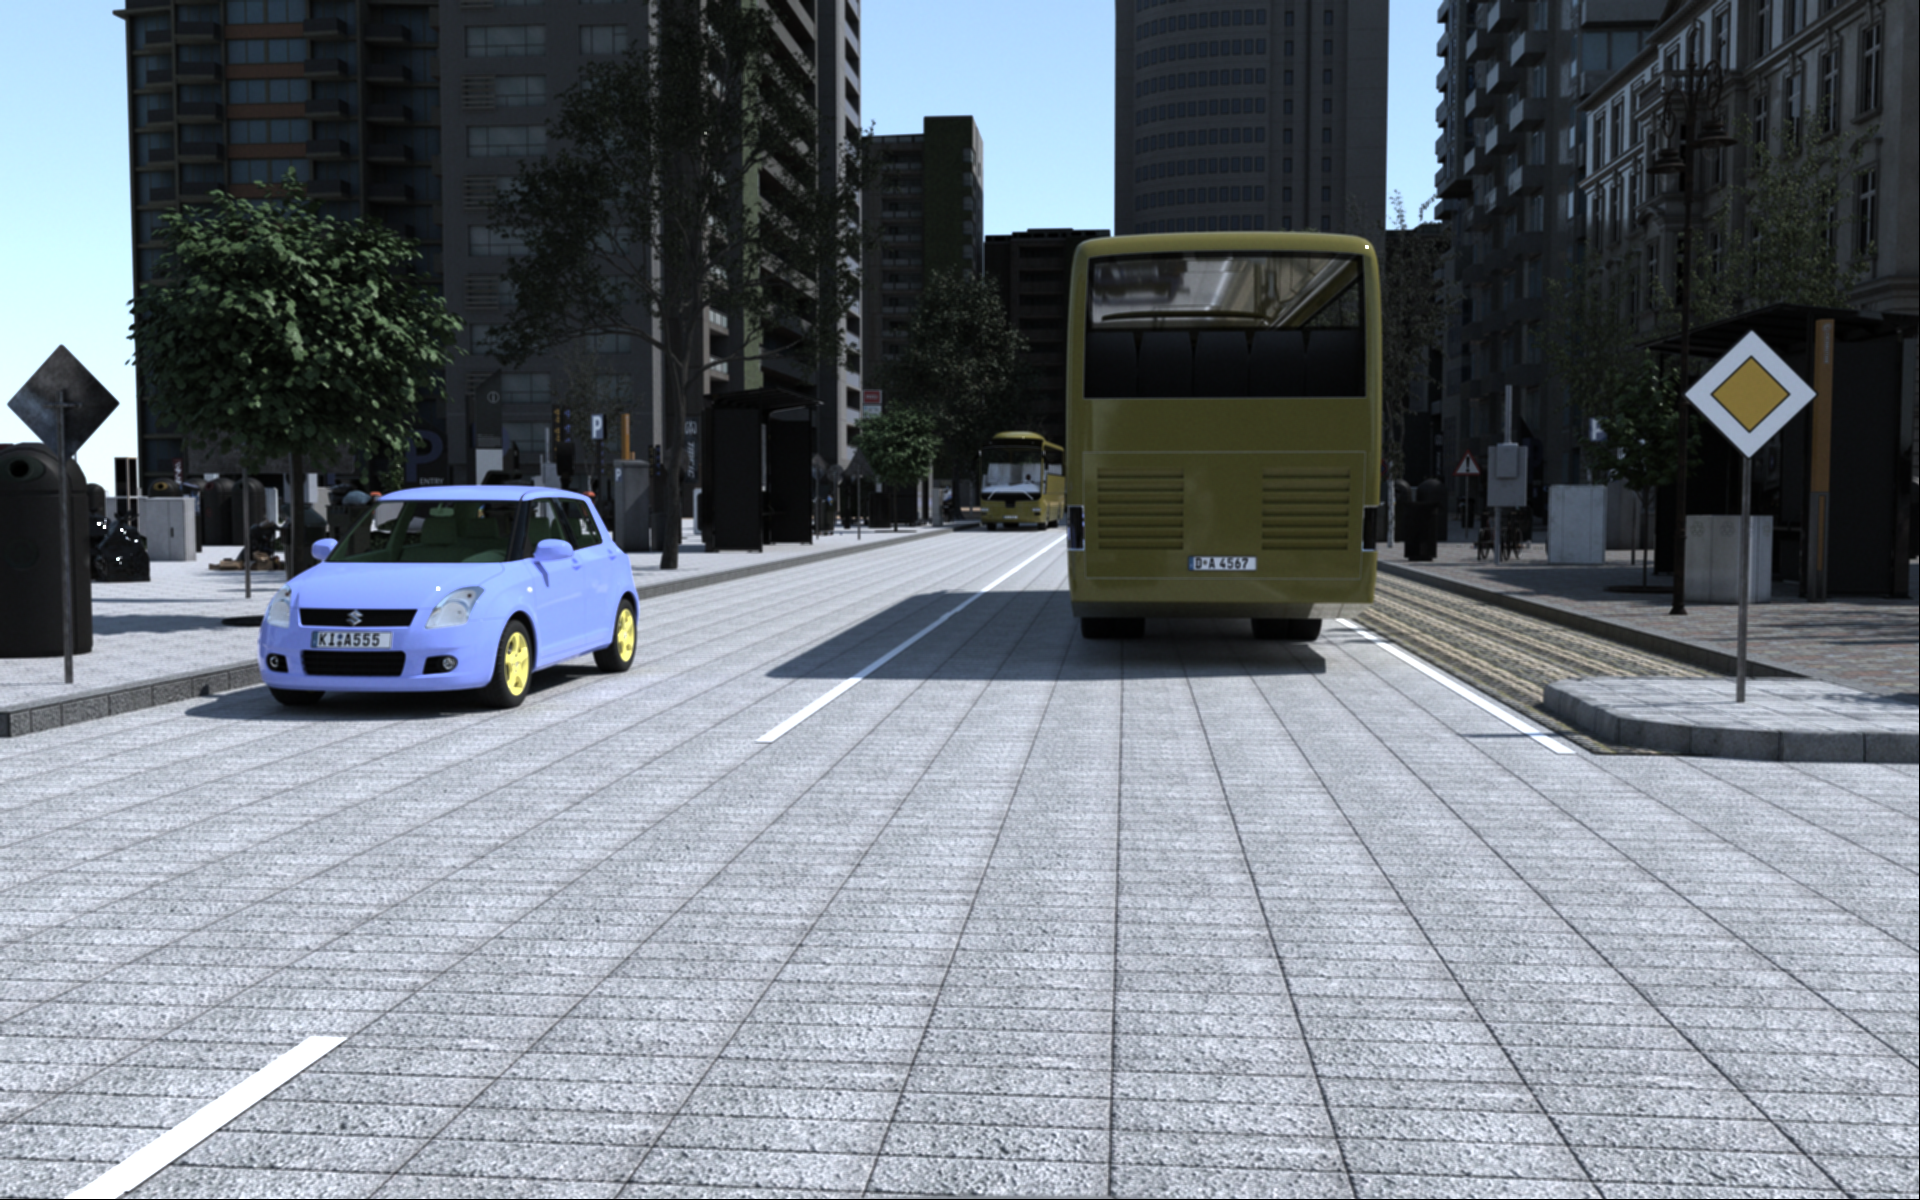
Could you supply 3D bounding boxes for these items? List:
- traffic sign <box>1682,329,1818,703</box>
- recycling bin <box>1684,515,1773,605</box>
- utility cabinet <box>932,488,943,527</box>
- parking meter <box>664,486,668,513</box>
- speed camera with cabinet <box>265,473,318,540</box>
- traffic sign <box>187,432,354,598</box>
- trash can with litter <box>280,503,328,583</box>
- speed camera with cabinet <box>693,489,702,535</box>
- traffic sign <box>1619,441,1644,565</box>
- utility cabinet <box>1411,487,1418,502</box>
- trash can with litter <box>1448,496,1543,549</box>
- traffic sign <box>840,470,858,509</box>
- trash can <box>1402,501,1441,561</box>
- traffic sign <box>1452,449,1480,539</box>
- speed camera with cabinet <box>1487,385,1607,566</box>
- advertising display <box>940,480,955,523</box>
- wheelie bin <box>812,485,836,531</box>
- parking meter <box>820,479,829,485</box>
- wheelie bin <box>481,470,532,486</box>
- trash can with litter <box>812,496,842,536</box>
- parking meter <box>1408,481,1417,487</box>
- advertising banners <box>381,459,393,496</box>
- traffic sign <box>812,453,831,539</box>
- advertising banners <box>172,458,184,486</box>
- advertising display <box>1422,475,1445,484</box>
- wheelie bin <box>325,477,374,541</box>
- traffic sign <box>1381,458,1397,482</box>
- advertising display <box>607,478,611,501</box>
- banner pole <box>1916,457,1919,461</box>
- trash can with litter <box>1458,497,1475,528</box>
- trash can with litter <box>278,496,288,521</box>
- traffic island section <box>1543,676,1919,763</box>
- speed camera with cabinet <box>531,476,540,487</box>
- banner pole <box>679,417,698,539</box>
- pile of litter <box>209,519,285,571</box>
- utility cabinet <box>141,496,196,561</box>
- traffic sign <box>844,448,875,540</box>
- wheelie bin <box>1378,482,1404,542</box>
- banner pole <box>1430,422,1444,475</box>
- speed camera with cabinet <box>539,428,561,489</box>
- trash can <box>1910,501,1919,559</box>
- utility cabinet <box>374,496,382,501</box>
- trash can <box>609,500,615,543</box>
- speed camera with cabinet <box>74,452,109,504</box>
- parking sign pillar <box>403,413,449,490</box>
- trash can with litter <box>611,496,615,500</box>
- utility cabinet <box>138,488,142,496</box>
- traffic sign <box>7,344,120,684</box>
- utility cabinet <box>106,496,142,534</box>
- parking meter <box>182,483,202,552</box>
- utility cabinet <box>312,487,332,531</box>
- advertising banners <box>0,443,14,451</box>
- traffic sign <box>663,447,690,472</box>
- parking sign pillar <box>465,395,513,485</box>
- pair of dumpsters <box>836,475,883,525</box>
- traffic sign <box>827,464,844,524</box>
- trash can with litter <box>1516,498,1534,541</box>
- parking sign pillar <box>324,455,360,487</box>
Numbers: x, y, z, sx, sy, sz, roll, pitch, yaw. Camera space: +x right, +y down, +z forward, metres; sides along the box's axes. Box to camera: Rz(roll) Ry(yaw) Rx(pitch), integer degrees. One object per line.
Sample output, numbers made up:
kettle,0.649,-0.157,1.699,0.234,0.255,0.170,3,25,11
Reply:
traffic sign,4.808,-0.426,10.612,0.795,2.450,0.064,0,4,5
recycling bin,9.061,-0.482,20.428,0.722,1.027,0.722,-3,4,-36
utility cabinet,-0.867,-3.624,67.930,0.318,1.500,1.173,0,4,6
parking meter,-9.286,-2.883,55.555,0.372,1.533,0.369,0,3,0
speed camera with cabinet,-17.739,-3.087,44.808,2.038,3.252,0.660,0,4,3
traffic sign,-8.462,-1.671,21.194,2.265,3.308,0.079,1,4,12
trash can with litter,-8.568,-0.718,23.130,1.055,1.170,0.624,2,4,30
speed camera with cabinet,-7.358,-3.687,54.620,2.038,3.252,0.660,0,4,3
traffic sign,12.204,-1.786,31.339,0.606,2.300,0.079,1,4,12
utility cabinet,14.288,-2.811,54.634,1.173,1.500,0.318,-2,4,-26
trash can with litter,12.800,-1.842,41.169,1.678,1.210,2.233,-2,4,-25
traffic sign,-4.478,-4.222,70.209,0.795,2.450,0.064,1,4,9
trash can,8.835,-1.318,33.202,0.748,1.137,0.748,0,3,0
traffic sign,14.603,-3.050,49.869,0.884,2.594,0.081,0,4,7
speed camera with cabinet,10.670,-2.272,31.479,2.038,3.252,0.660,1,4,19
advertising display,-0.579,-4.438,77.775,0.123,1.923,0.974,-3,4,-37
wheelie bin,-4.764,-3.214,60.459,0.980,1.594,0.693,2,4,32
parking meter,-5.254,-3.748,66.994,0.399,1.863,0.255,0,4,-4
wheelie bin,-6.076,-0.938,23.250,0.693,1.594,0.980,2,4,29
trash can with litter,-4.513,-2.632,54.095,1.678,1.210,2.233,0,4,-5
parking meter,20.007,-4.343,76.716,0.399,1.863,0.255,1,4,23
advertising banners,-28.705,-5.553,86.987,0.090,3.025,2.074,0,4,4
traffic sign,-4.045,-2.932,49.119,0.795,2.450,0.064,1,4,14
advertising banners,-36.755,-5.321,83.184,2.074,3.025,0.090,0,4,-5
advertising display,15.960,-3.257,58.465,0.123,1.923,0.974,-2,4,-27
wheelie bin,-11.460,-1.508,32.557,0.980,1.594,0.693,1,4,23
traffic sign,14.909,-3.690,60.437,0.768,2.556,0.104,1,4,11
advertising display,-14.154,-3.955,69.877,0.123,1.923,0.974,-1,4,-11
banner pole,9.132,-1.575,15.776,0.863,3.779,0.401,0,4,-3
trash can with litter,19.233,-3.329,65.810,0.624,1.170,1.055,1,4,13
trash can with litter,-32.900,-4.375,82.589,2.233,1.210,1.678,0,4,-5
traffic island section,4.832,0.709,10.687,2.009,0.180,2.903,0,4,5
speed camera with cabinet,-21.460,-5.692,87.405,0.660,3.252,2.038,-2,4,-27
banner pole,-7.828,-3.644,49.599,0.863,3.779,0.401,2,4,25
pile of litter,-11.981,-0.940,29.332,1.719,0.858,1.176,3,5,42
utility cabinet,-15.152,-1.350,33.238,1.020,1.237,0.306,2,4,24
traffic sign,-2.834,-2.971,48.575,0.884,2.594,0.081,1,4,12
wheelie bin,11.400,-2.342,46.203,0.693,1.594,0.980,-2,4,-24
banner pole,16.639,-4.318,60.617,0.863,3.779,0.401,-3,4,-36
speed camera with cabinet,-11.937,-3.472,51.101,0.660,3.252,2.038,-1,4,-16
trash can,18.724,-1.387,34.332,0.748,1.137,0.748,0,3,0
utility cabinet,-21.597,-3.326,65.542,1.020,1.237,0.306,-2,4,-31
trash can,-8.013,-1.823,41.458,0.748,1.137,0.748,0,3,0
speed camera with cabinet,-35.323,-4.623,69.930,0.660,3.252,2.038,1,4,15
parking sign pillar,-16.227,-3.924,52.637,1.447,3.967,1.447,-1,4,-16
trash can with litter,-17.123,-4.708,88.035,2.233,1.210,1.678,0,4,2
utility cabinet,-27.192,-2.955,56.994,0.318,1.500,1.173,-3,4,-38
traffic sign,-6.034,-0.491,11.673,0.795,2.450,0.064,0,4,5
utility cabinet,-22.825,-2.222,47.490,1.020,1.237,0.306,-1,4,-18
parking meter,-16.899,-1.816,38.099,0.372,1.533,0.369,0,3,0
utility cabinet,-20.264,-2.861,55.456,0.318,1.500,1.173,2,4,34
advertising banners,-32.087,-3.886,59.727,2.074,3.025,0.090,0,4,1
traffic sign,-7.569,-2.817,46.159,0.768,2.556,0.104,1,4,13
parking sign pillar,-12.901,-3.612,47.535,1.447,3.967,1.447,2,4,33
pair of dumpsters,-4.187,-4.313,73.008,1.574,2.255,4.437,0,4,5
traffic sign,-5.323,-4.518,73.972,0.768,2.556,0.104,0,4,7
trash can with litter,15.408,-2.208,47.487,0.624,1.170,1.055,1,4,19
parking sign pillar,-24.224,-4.855,67.856,1.447,3.967,1.447,-2,4,-27
